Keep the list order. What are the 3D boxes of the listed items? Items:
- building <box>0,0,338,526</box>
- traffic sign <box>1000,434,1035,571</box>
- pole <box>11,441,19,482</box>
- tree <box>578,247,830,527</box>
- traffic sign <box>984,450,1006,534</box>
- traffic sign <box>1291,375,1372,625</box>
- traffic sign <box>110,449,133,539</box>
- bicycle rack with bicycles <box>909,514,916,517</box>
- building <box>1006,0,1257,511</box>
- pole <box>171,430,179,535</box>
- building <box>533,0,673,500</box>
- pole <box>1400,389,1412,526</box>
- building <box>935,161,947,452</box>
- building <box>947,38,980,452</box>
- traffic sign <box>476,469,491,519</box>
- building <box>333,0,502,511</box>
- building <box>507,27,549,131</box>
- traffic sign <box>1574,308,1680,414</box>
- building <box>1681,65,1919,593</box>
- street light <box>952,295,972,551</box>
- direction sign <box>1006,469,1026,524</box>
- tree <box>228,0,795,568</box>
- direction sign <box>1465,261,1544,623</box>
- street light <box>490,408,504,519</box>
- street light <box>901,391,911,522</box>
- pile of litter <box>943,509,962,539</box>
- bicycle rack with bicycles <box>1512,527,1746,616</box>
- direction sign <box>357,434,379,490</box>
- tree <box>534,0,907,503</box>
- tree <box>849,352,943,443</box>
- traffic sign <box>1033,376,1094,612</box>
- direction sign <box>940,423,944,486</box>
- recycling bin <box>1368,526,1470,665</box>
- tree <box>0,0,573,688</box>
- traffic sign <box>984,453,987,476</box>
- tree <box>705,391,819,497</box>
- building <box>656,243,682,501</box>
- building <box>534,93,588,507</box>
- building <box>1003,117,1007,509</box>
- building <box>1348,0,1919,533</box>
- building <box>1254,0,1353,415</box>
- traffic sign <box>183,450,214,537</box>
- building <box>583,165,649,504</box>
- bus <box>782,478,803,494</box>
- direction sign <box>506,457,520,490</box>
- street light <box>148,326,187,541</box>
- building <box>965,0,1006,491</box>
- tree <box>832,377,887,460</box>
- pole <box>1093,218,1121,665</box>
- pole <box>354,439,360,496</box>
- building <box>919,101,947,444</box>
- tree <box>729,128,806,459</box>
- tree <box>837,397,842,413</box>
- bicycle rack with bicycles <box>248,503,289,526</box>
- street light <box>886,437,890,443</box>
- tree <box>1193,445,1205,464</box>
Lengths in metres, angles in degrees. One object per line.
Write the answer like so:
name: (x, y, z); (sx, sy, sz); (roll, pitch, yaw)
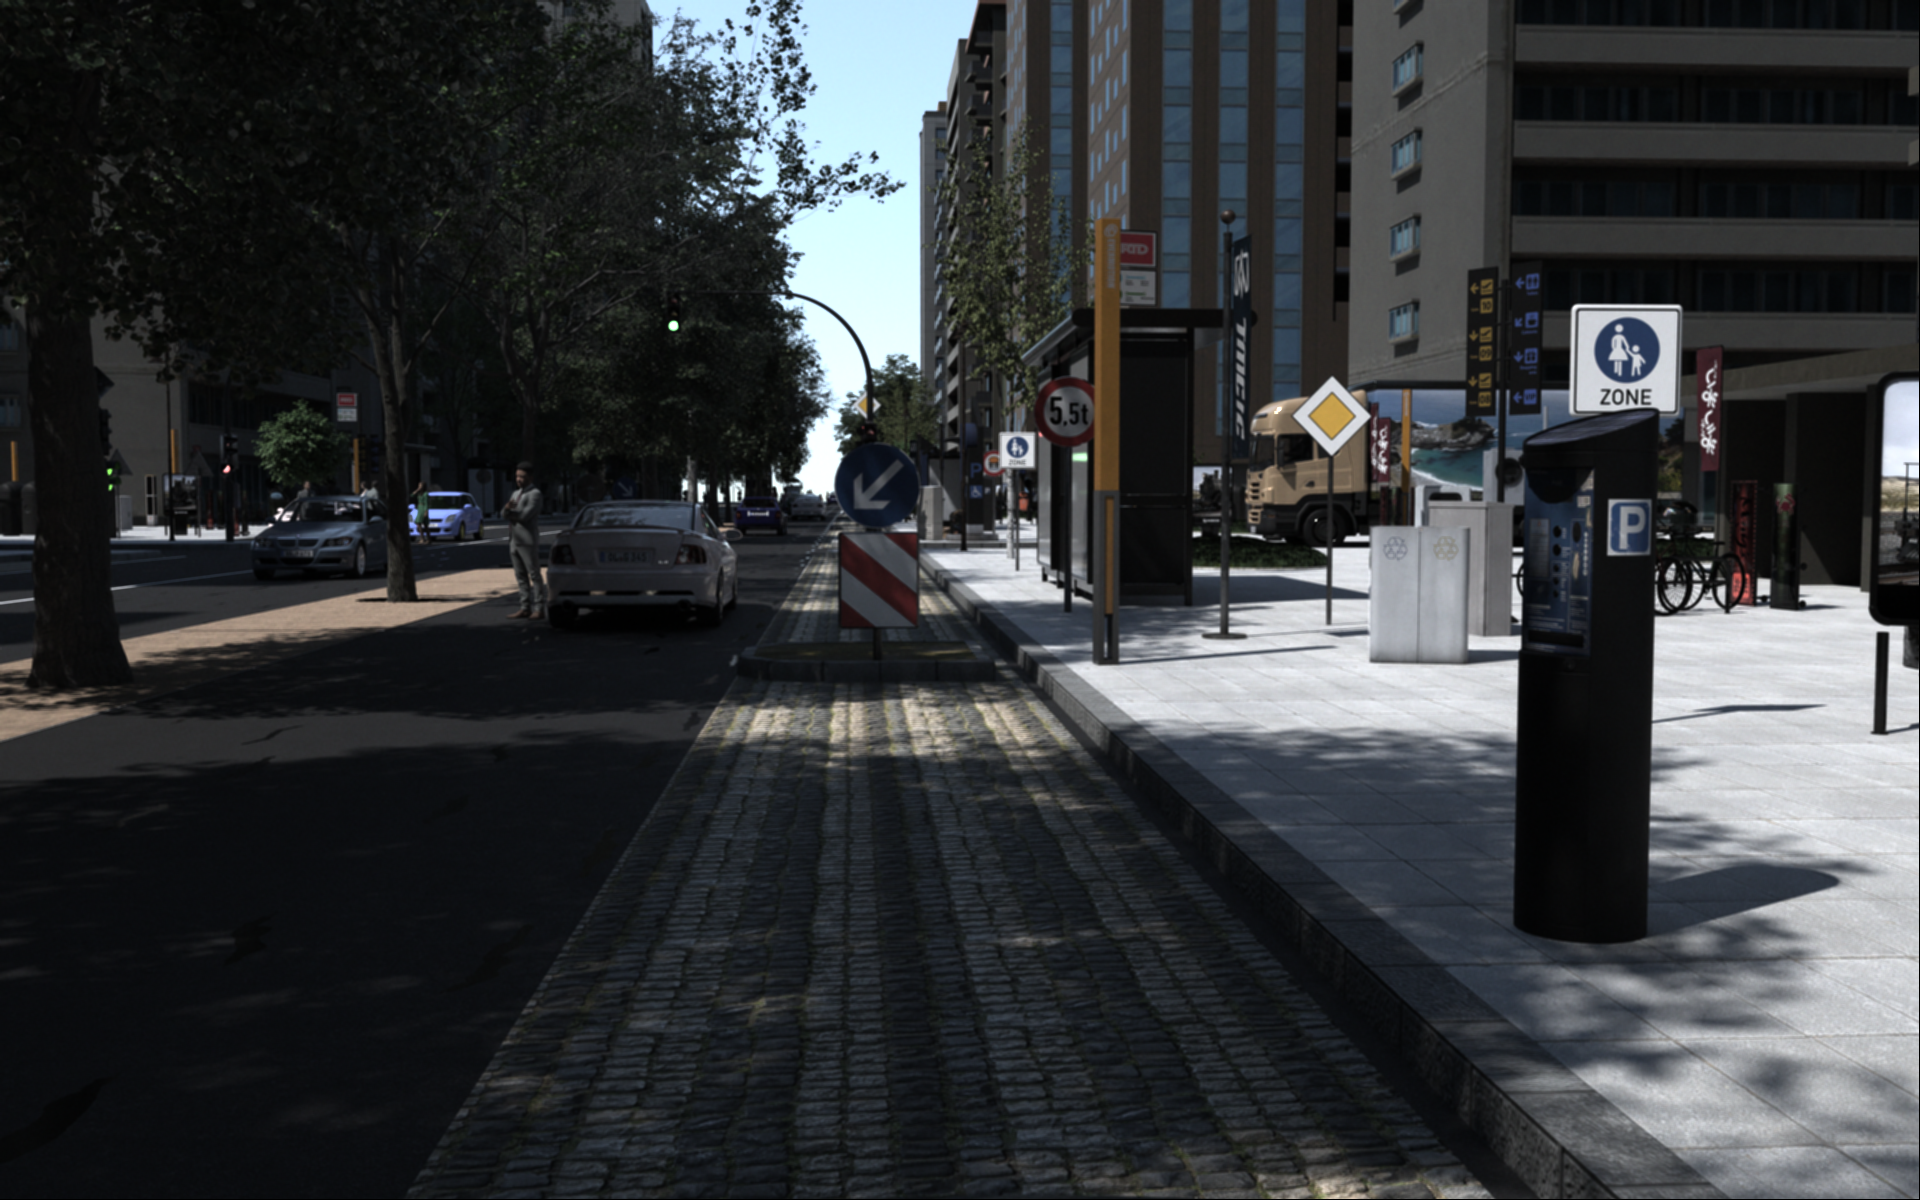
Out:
building: (-42.300, -27.758, 77.544); (21.300, 48.544, 21.600); (0, 4, -4)
traffic sign: (0.959, -1.636, 28.876); (0.606, 2.300, 0.079); (0, 4, 6)
pole: (-36.658, -4.488, 67.224); (0.158, 3.312, 0.155); (0, 3, 0)
tree: (-10.645, -9.476, 74.403); (9.611, 12.733, 9.660); (0, 3, 0)
traffic sign: (0.985, -3.066, 50.238); (0.768, 2.556, 0.104); (0, 4, 1)
traffic sign: (3.609, -0.961, 16.892); (0.795, 2.450, 0.064); (0, 4, -3)
traffic sign: (-24.022, -3.022, 49.410); (0.884, 2.594, 0.081); (0, 4, 1)
bicycle rack with bicycles: (-2.743, -5.030, 95.630); (2.852, 0.926, 2.925); (-1, 4, -16)
building: (10.556, -28.416, 114.715); (14.600, 45.320, 14.200); (0, 4, -4)
pole: (-24.809, -3.728, 54.798); (0.158, 3.312, 0.155); (0, 3, 0)
building: (-52.493, -49.619, 249.518); (20.563, 71.187, 20.611); (0, 4, -4)
pole: (8.708, -2.445, 33.812); (0.158, 3.312, 0.155); (0, 3, 0)
building: (8.046, -37.824, 238.031); (23.786, 49.044, 30.456); (0, 4, -4)
building: (9.842, -33.956, 178.882); (21.300, 48.544, 21.600); (0, 4, -4)
traffic sign: (-24.148, -5.365, 87.828); (0.768, 2.556, 0.104); (0, 4, -2)
building: (-41.328, -27.124, 127.073); (14.154, 41.232, 14.086); (0, 4, -4)
building: (-47.489, -30.180, 148.062); (22.147, 44.769, 28.867); (0, 4, -4)
traffic sign: (3.601, -0.448, 9.448); (0.606, 2.300, 0.079); (0, 4, -3)
building: (21.946, -21.940, 13.340); (22.147, 44.769, 28.867); (0, 4, -4)
street light: (0.084, -4.041, 38.859); (0.468, 5.910, 1.993); (0, 4, -4)
direction sign: (2.362, -4.967, 73.212); (0.876, 3.537, 0.379); (-1, 4, -13)
tree: (-8.468, -7.393, 33.699); (12.009, 13.543, 11.850); (0, 3, 0)
direction sign: (5.393, -1.544, 17.239); (0.379, 3.537, 0.876); (-2, 4, -35)
street light: (-24.183, -7.208, 90.638); (0.468, 5.910, 1.993); (0, 4, -4)
street light: (-2.441, -6.442, 78.115); (0.468, 5.910, 1.993); (0, 4, -4)
pile of litter: (-0.346, -2.221, 50.279); (1.176, 0.858, 1.719); (1, 4, 21)
bicycle rack with bicycles: (7.354, -0.350, 19.103); (2.925, 0.926, 2.852); (-1, 4, -13)
direction sign: (-22.427, -4.508, 65.699); (0.379, 3.537, 0.876); (3, 5, 40)
tree: (-8.666, -12.522, 63.085); (12.611, 20.169, 13.585); (0, 3, 0)
tree: (-4.797, -13.505, 138.927); (7.486, 12.596, 7.792); (0, 3, 0)
traffic sign: (1.177, -1.143, 18.797); (0.768, 2.556, 0.104); (0, 4, 1)
direction sign: (-0.582, -3.885, 55.519); (0.379, 3.537, 0.876); (0, 4, 6)
recycling bin: (3.542, -0.052, 13.409); (0.722, 1.027, 0.722); (1, 4, 12)
tree: (-6.586, -6.323, 12.497); (9.857, 13.997, 8.962); (0, 3, 0)
traffic sign: (0.574, -3.204, 52.484); (0.768, 2.556, 0.104); (0, 4, 4)
tree: (-12.884, -10.508, 108.670); (8.767, 10.594, 7.601); (0, 4, -4)
building: (-50.952, -35.765, 268.350); (14.154, 41.232, 14.086); (0, 4, -4)
building: (-44.967, -29.749, 169.984); (14.154, 41.232, 14.086); (0, 4, -4)
building: (10.092, -22.081, 132.726); (14.160, 30.474, 14.107); (0, 4, -4)
building: (26.521, -27.025, 65.557); (21.600, 48.544, 21.300); (0, 4, -4)
building: (14.181, -26.659, 85.993); (14.600, 45.320, 14.200); (0, 4, -4)
traffic sign: (-22.560, -3.138, 51.312); (0.884, 2.594, 0.081); (0, 4, -3)
building: (-51.653, -34.916, 225.498); (22.147, 44.769, 28.867); (0, 4, -4)
bus: (-25.753, -16.898, 267.831); (2.896, 3.916, 12.252); (0, 4, -3)
direction sign: (-27.590, -7.035, 107.016); (0.876, 3.537, 0.379); (0, 4, 2)
street light: (-21.577, -4.555, 47.255); (0.468, 5.910, 1.993); (0, 4, -4)
building: (11.852, -30.536, 153.887); (22.147, 44.769, 28.867); (0, 4, -4)
tree: (-8.935, -16.993, 184.484); (9.857, 13.997, 8.962); (0, 3, 0)
pole: (1.098, -1.169, 12.952); (0.158, 3.312, 0.155); (0, 3, 0)
pole: (-22.306, -4.294, 64.055); (0.158, 3.312, 0.155); (0, 3, 0)
building: (4.333, -44.338, 266.927); (21.231, 58.520, 28.212); (0, 4, -4)
tree: (-9.031, -8.644, 50.441); (9.857, 13.997, 8.962); (0, 3, 0)
tree: (-11.532, -10.567, 85.593); (12.009, 13.543, 11.850); (0, 3, 0)
bicycle rack with bicycles: (-27.994, -3.486, 70.385); (2.852, 0.926, 2.925); (0, 4, 6)
street light: (-5.067, -9.117, 121.844); (0.468, 5.910, 1.993); (0, 4, -4)
tree: (9.162, -4.500, 68.183); (1.663, 3.219, 1.824); (0, 3, 0)
